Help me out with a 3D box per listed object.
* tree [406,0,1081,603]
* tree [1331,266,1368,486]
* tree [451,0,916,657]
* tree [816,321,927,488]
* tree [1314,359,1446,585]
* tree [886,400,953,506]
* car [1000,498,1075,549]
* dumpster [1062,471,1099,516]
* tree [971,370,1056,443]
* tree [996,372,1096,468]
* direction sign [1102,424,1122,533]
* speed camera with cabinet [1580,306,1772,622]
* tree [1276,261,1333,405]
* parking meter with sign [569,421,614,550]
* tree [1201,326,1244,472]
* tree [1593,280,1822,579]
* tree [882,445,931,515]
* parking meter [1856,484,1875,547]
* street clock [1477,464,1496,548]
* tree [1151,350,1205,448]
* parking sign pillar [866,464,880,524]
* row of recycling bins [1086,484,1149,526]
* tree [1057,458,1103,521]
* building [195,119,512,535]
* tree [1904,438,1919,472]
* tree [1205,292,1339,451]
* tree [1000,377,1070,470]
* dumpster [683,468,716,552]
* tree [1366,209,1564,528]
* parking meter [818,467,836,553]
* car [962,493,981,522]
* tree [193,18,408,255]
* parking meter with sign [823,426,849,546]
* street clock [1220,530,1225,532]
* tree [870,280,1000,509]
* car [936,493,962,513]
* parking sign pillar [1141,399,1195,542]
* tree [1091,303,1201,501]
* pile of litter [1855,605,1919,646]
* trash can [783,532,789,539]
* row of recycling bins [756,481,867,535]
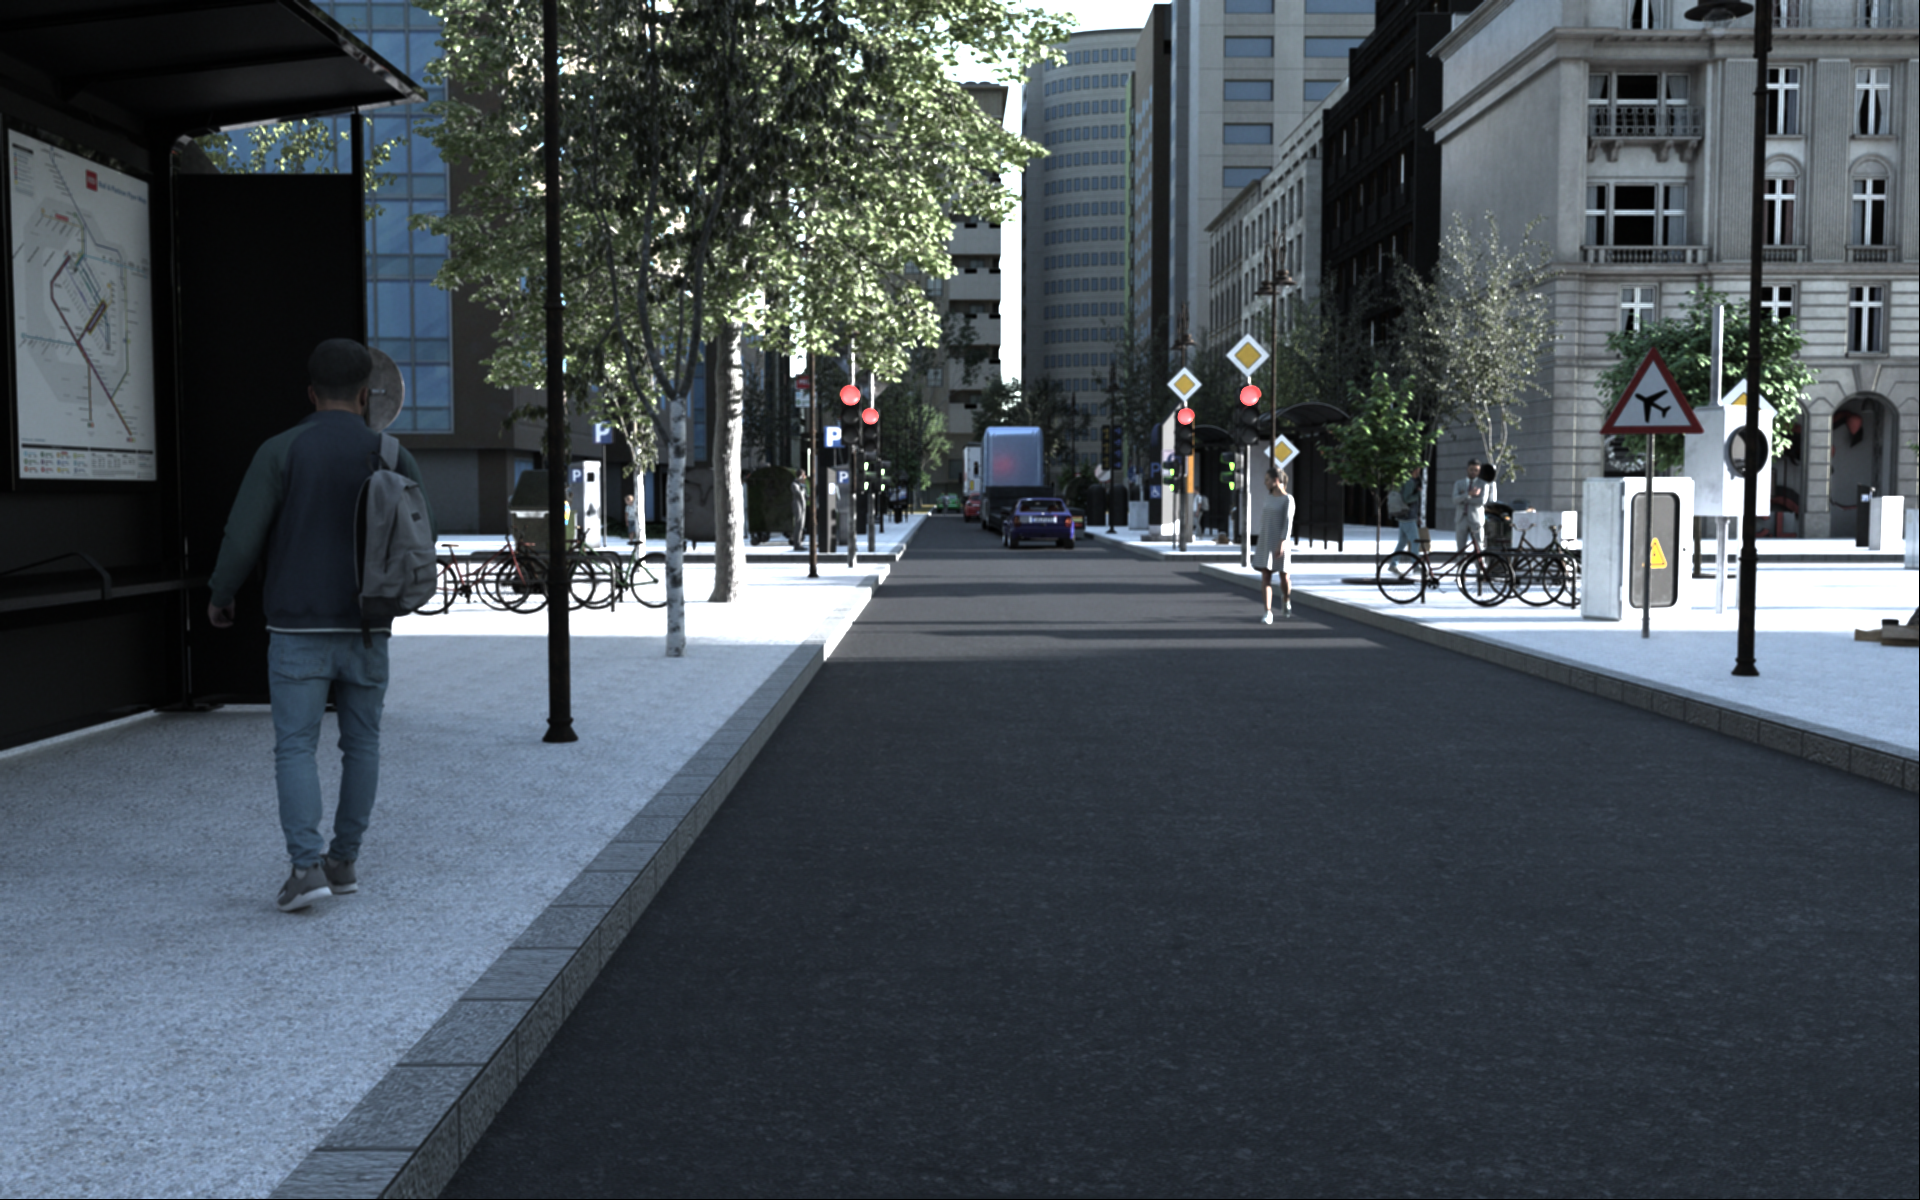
[{"bbox_3d":[-2.332,-6.251,20.337,7.486,12.596,7.792,0,3,0],"label":"tree"},{"bbox_3d":[13.479,-6.091,49.943,4.360,8.622,3.978,0,3,0],"label":"tree"},{"bbox_3d":[-2.225,-3.873,13.678,4.360,8.622,3.978,0,3,0],"label":"tree"},{"bbox_3d":[-3.715,-7.177,67.705,4.737,8.622,4.395,0,3,0],"label":"tree"},{"bbox_3d":[6.007,-1.857,24.964,1.663,3.219,1.824,0,3,0],"label":"tree"},{"bbox_3d":[-4.417,-16.142,189.683,9.928,11.665,9.643,0,3,0],"label":"tree"},{"bbox_3d":[2.085,-2.076,46.520,1.945,1.354,3.894,0,4,-2],"label":"car"},{"bbox_3d":[5.195,-4.382,74.137,1.502,2.255,1.985,0,4,-1],"label":"dumpster"},{"bbox_3d":[5.419,-16.534,176.979,9.857,13.997,8.962,0,3,0],"label":"tree"},{"bbox_3d":[5.874,-12.081,131.942,8.767,10.594,7.601,-3,4,-39],"label":"tree"},{"bbox_3d":[4.958,-3.953,56.625,0.379,3.537,0.876,-3,5,-41],"label":"direction sign"},{"bbox_3d":[7.415,-1.440,17.880,2.038,3.252,0.660,-2,4,-23],"label":"speed camera with cabinet"},{"bbox_3d":[12.288,-6.431,55.509,4.360,8.622,3.978,0,3,0],"label":"tree"},{"bbox_3d":[-8.771,-2.700,40.399,0.543,3.016,1.738,1,4,22],"label":"parking meter with sign"},{"bbox_3d":[10.994,-7.610,74.778,4.360,8.622,3.978,0,3,0],"label":"tree"},{"bbox_3d":[11.531,-2.635,26.794,4.285,4.588,4.351,0,3,0],"label":"tree"},{"bbox_3d":[-3.851,-7.483,106.067,4.285,4.588,4.351,0,3,0],"label":"tree"},{"bbox_3d":[21.850,-2.043,41.806,0.372,1.533,0.369,0,3,0],"label":"parking meter"},{"bbox_3d":[12.454,-2.238,41.169,0.471,2.002,0.358,-1,4,-20],"label":"street clock"},{"bbox_3d":[11.874,-8.281,85.758,4.737,8.622,4.395,0,3,0],"label":"tree"},{"bbox_3d":[-4.045,-5.257,74.419,1.447,3.967,1.447,1,4,11],"label":"parking sign pillar"},{"bbox_3d":[6.857,-3.835,69.814,3.534,1.692,1.069,0,4,5],"label":"row of recycling bins"},{"bbox_3d":[6.064,-5.462,83.912,1.663,3.219,1.824,0,3,0],"label":"tree"},{"bbox_3d":[-20.787,-25.043,59.557,14.600,45.320,14.200,0,4,0],"label":"building"},{"bbox_3d":[14.052,-1.770,23.548,1.663,3.219,1.824,0,3,0],"label":"tree"},{"bbox_3d":[11.755,-6.859,62.514,4.737,8.622,4.395,0,3,0],"label":"tree"},{"bbox_3d":[4.914,-9.649,108.128,4.360,8.622,3.978,0,3,0],"label":"tree"},{"bbox_3d":[-5.600,-2.011,38.639,1.264,1.857,1.865,0,4,0],"label":"dumpster"},{"bbox_3d":[13.391,-5.722,43.911,4.360,8.622,3.978,0,3,0],"label":"tree"},{"bbox_3d":[-2.880,-1.950,37.595,0.255,1.863,0.399,2,4,27],"label":"parking meter"},{"bbox_3d":[1.145,-4.924,89.548,2.155,1.783,4.494,0,4,1],"label":"car"},{"bbox_3d":[-9.417,-4.375,21.896,4.737,8.622,4.395,0,3,0],"label":"tree"},{"bbox_3d":[-3.024,-2.906,43.769,0.543,3.016,1.738,-1,4,-15],"label":"parking meter with sign"},{"bbox_3d":[8.844,-3.296,58.468,0.358,2.002,0.471,-1,4,-16],"label":"street clock"},{"bbox_3d":[-2.875,-18.069,151.309,12.611,20.169,13.585,0,3,0],"label":"tree"},{"bbox_3d":[-0.844,-7.544,132.137,1.959,1.807,4.718,0,4,1],"label":"car"},{"bbox_3d":[5.594,-3.553,46.557,1.447,3.967,1.447,3,4,37],"label":"parking sign pillar"},{"bbox_3d":[7.015,-7.094,66.344,4.360,8.622,3.978,0,3,0],"label":"tree"},{"bbox_3d":[8.358,-0.040,14.625,1.176,0.858,1.719,0,4,-1],"label":"pile of litter"},{"bbox_3d":[-4.815,-2.347,50.035,0.748,1.137,0.748,0,3,0],"label":"trash can"},{"bbox_3d":[-4.688,-2.917,54.803,3.534,1.692,1.069,-1,4,-17],"label":"row of recycling bins"}]
